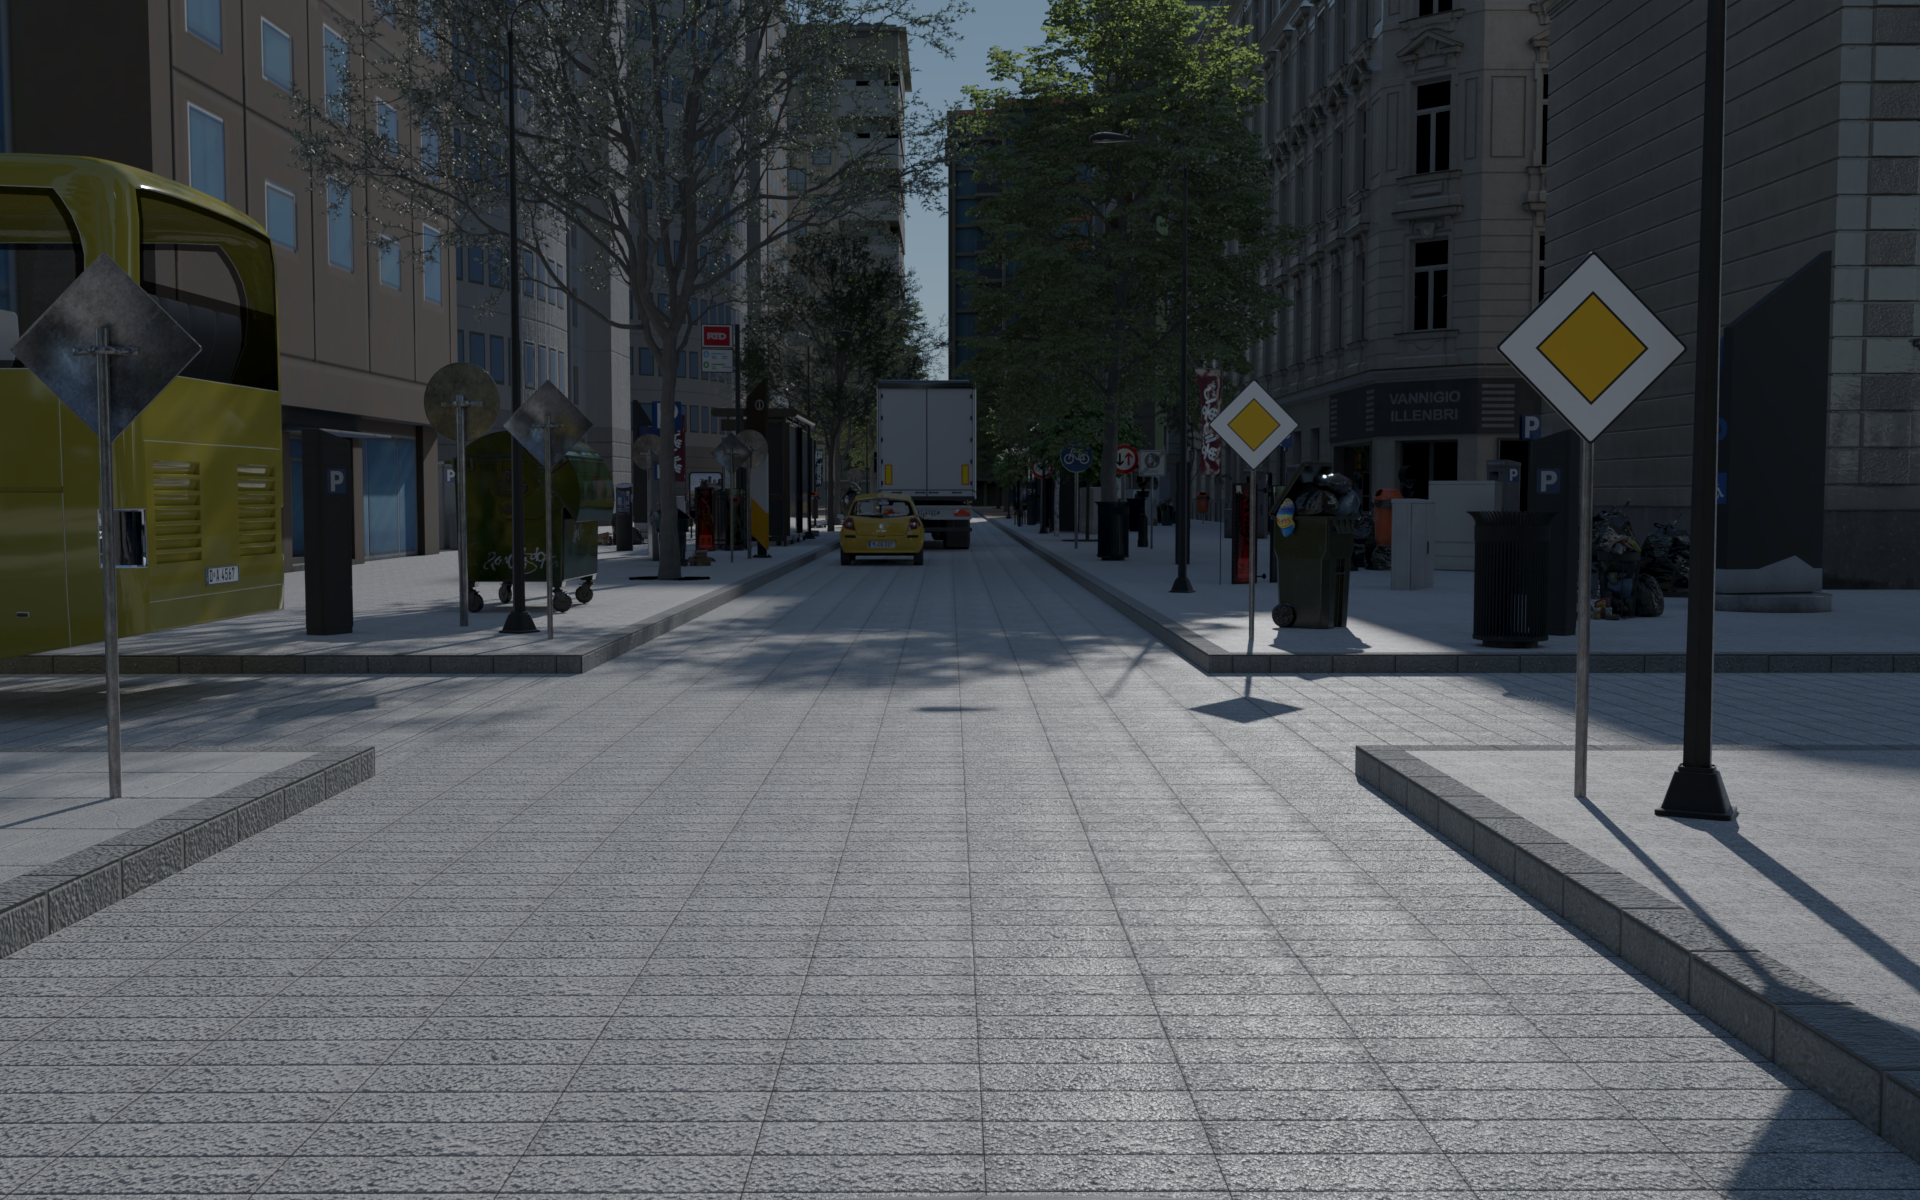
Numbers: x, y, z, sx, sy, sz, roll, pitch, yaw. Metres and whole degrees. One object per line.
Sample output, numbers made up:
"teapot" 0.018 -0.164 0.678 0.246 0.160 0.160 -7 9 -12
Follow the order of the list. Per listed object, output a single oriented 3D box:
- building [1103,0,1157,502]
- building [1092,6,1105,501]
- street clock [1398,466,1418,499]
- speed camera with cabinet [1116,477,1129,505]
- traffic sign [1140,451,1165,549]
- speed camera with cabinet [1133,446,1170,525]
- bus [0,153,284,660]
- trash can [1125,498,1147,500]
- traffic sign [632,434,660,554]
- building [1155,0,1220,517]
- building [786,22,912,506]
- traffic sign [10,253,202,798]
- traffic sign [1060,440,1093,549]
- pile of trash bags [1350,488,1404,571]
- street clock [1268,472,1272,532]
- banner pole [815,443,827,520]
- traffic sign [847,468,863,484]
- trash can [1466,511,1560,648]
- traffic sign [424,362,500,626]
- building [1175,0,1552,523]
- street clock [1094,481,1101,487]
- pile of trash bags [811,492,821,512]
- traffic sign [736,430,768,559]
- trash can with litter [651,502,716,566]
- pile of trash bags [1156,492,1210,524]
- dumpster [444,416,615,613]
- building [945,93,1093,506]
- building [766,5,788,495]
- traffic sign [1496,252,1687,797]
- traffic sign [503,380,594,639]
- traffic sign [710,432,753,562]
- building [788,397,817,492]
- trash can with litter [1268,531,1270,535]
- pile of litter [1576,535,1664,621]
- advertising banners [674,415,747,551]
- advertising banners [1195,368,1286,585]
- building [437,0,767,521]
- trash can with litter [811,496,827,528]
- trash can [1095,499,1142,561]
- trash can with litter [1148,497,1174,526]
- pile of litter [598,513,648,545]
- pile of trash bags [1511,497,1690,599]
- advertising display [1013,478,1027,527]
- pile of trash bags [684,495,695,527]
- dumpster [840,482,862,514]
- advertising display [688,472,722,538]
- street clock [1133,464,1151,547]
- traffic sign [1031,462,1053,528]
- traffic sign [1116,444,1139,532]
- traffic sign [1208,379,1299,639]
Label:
"building" 21.385 -30.215 117.721 21.300 48.544 21.600 0 4 0
"building" 21.423 -36.714 142.277 21.231 58.520 28.212 0 4 0
"street clock" 11.455 -2.432 44.341 0.471 2.002 0.358 -2 4 -32
"speed camera with cabinet" 8.837 -5.860 90.154 2.038 3.252 0.660 -3 5 -44
"traffic sign" 4.478 -2.343 40.430 0.606 2.300 0.079 0 4 3
"speed camera with cabinet" 7.908 -4.721 71.523 0.660 3.252 2.038 -2 4 -25
"bus" -11.209 -1.239 11.811 12.252 3.916 2.896 0 4 -1
"trash can" 6.020 -2.908 59.202 0.748 1.137 0.748 0 3 0
"traffic sign" -6.605 -2.245 36.805 0.768 2.556 0.104 0 4 6
"building" 18.163 -25.457 99.819 14.154 41.232 14.086 0 4 0
"building" -17.247 -37.108 195.949 27.495 52.752 28.713 0 4 0
"traffic sign" -3.567 -0.221 7.262 0.795 2.450 0.064 0 4 0
"traffic sign" 2.734 -2.480 40.659 0.768 2.556 0.104 0 4 4
"pile of trash bags" 6.782 -1.183 29.091 1.912 1.369 3.447 0 4 -3
"street clock" 10.244 -3.246 57.635 0.358 2.002 0.471 0 4 2
"banner pole" -6.715 -5.764 84.264 0.863 3.779 0.401 2 4 30
"traffic sign" -5.132 -5.160 84.469 0.768 2.556 0.104 0 4 1
"trash can" 4.640 -0.179 14.575 0.748 1.137 0.748 0 3 0
"traffic sign" -4.815 -1.017 16.737 0.768 2.556 0.104 0 4 7
"building" 19.751 -17.857 68.372 17.030 29.872 44.131 0 4 0
"street clock" 6.769 -5.008 86.457 0.471 2.002 0.358 -2 4 -32
"pile of trash bags" -8.182 -4.387 81.472 3.447 1.369 1.912 1 4 17
"traffic sign" -4.178 -2.091 34.296 0.768 2.556 0.104 1 4 9
"trash can with litter" -4.935 -1.193 30.895 1.055 1.170 0.624 -2 4 -35
"pile of trash bags" 9.169 -4.020 75.472 3.447 1.369 1.912 1 4 12
"dumpster" -4.812 -1.037 19.452 1.502 2.255 1.985 0 4 0
"building" 11.137 -32.874 192.108 28.867 44.769 22.147 0 4 0
"building" -20.134 -29.107 126.005 14.600 45.320 14.200 0 4 0
"traffic sign" 2.627 -0.223 7.281 0.795 2.450 0.064 0 4 0
"traffic sign" -3.618 -0.710 15.247 0.795 2.450 0.064 0 4 0
"traffic sign" -4.273 -1.910 32.422 0.795 2.450 0.064 0 4 1
"building" -28.563 -50.929 145.355 31.000 86.520 22.319 0 4 0
"trash can with litter" 9.974 -2.667 54.655 1.678 1.210 2.233 -2 4 -33
"pile of litter" 6.653 -0.255 18.139 1.719 0.858 1.176 -1 4 -21
"advertising banners" -5.665 -2.594 38.604 2.074 3.025 0.090 -3 4 -38
"advertising banners" 4.082 -1.740 24.641 2.074 3.025 0.090 -3 4 -36
"building" -23.601 -34.357 103.739 21.231 58.520 28.212 0 4 0
"trash can with litter" -5.621 -3.332 65.528 1.678 1.210 2.233 0 3 0
"trash can" 2.959 -1.332 33.433 0.748 1.137 0.748 0 3 0
"trash can with litter" 8.130 -3.584 69.986 1.055 1.170 0.624 1 4 12
"pile of litter" -8.732 -1.829 43.863 1.719 0.858 1.176 -1 4 -15
"pile of trash bags" 8.869 -0.760 22.186 3.447 1.369 1.912 -1 4 -10
"advertising display" 2.533 -4.148 73.033 0.123 1.923 0.974 2 4 32
"pile of trash bags" -11.380 -3.540 67.636 1.912 1.369 3.447 0 4 -2
"dumpster" -5.236 -4.596 80.908 1.264 1.857 1.865 0 4 0
"advertising display" -7.369 -2.751 50.189 0.974 1.923 0.123 -1 4 -18
"street clock" 4.415 -2.275 41.765 0.358 2.002 0.471 -3 5 -45
"traffic sign" 2.696 -3.476 56.935 0.768 2.556 0.104 0 4 2
"traffic sign" 4.196 -2.704 44.318 0.768 2.556 0.104 0 4 3
"traffic sign" 2.576 -0.711 15.266 0.795 2.450 0.064 0 4 0
